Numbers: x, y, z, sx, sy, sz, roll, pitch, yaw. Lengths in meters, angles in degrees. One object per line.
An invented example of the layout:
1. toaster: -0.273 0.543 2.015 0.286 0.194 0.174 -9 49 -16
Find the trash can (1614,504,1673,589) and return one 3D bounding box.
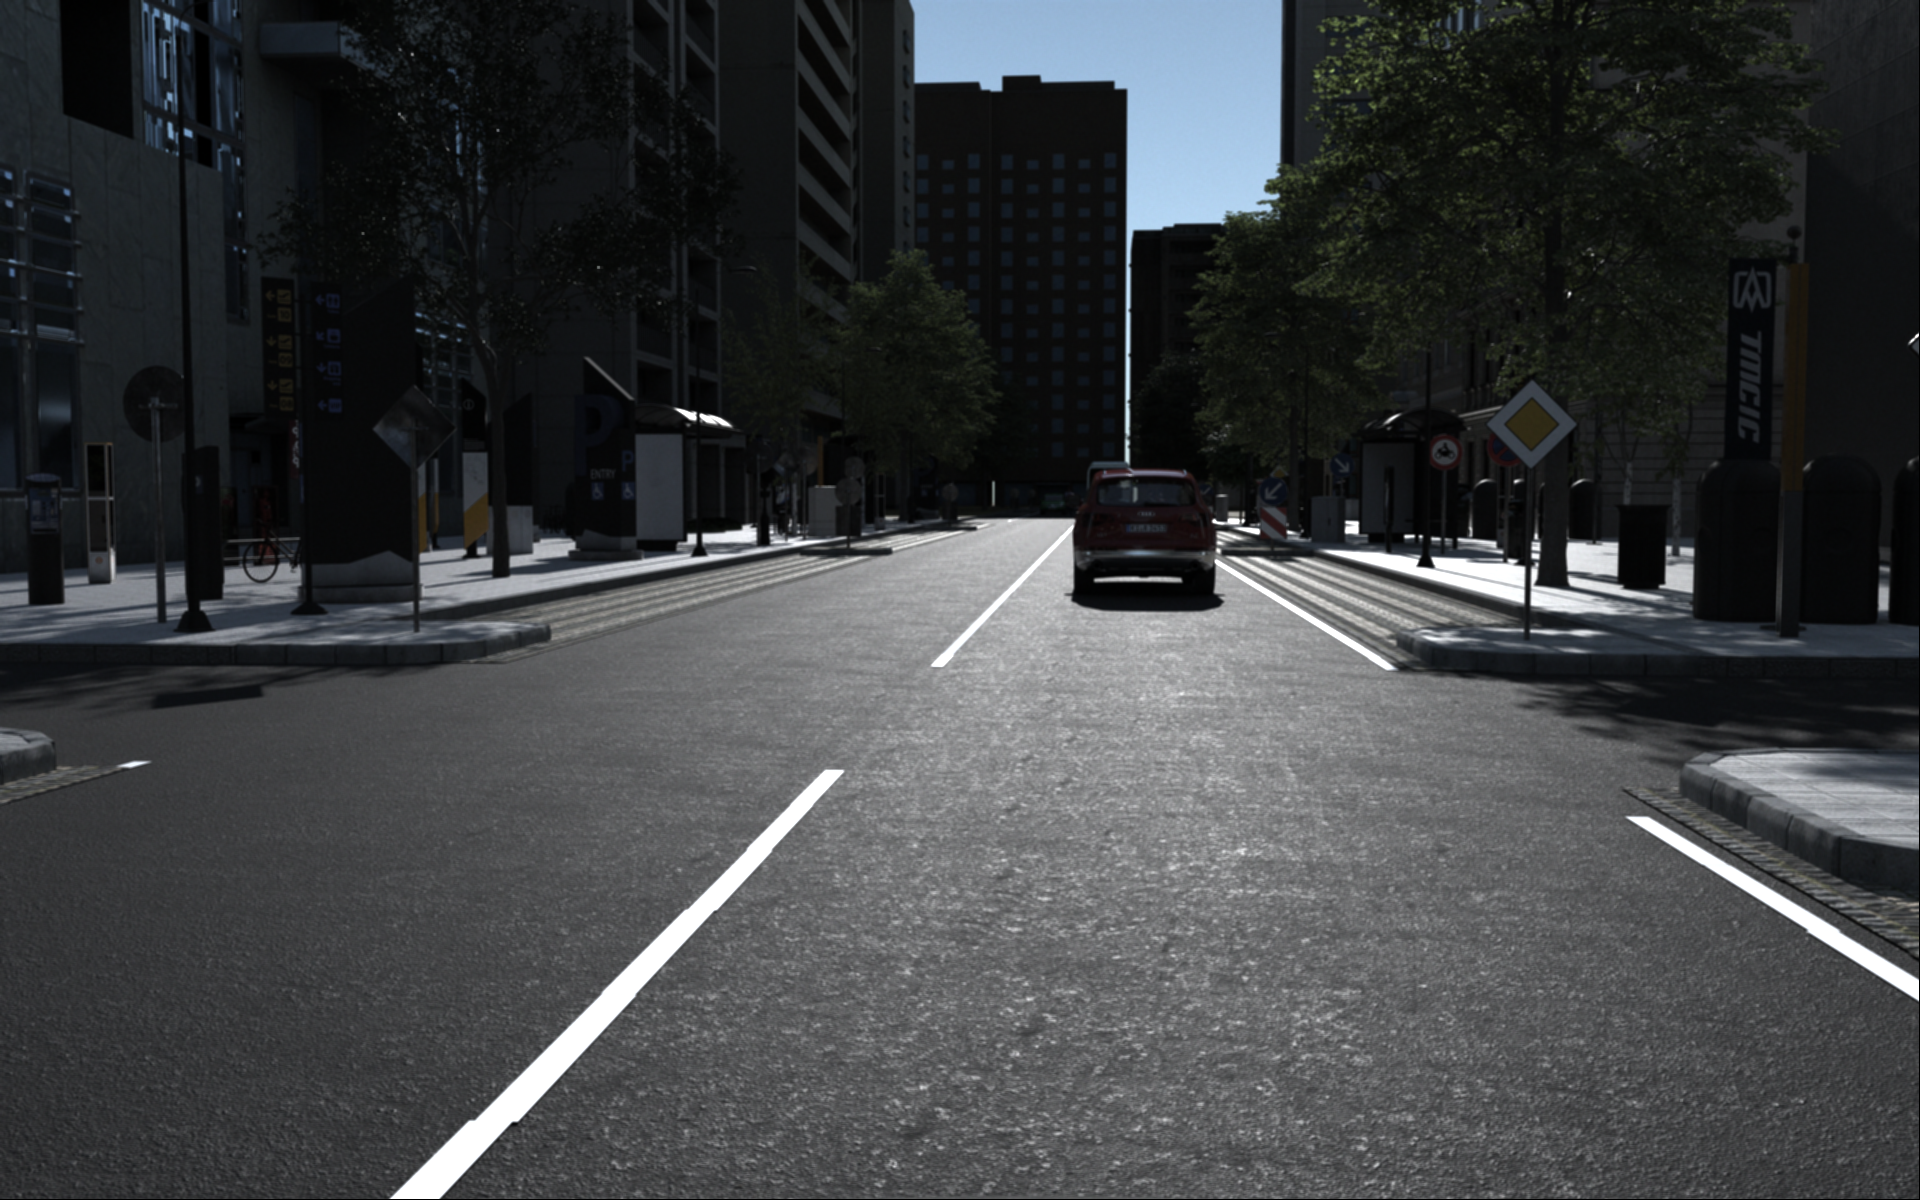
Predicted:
1. trash can: 9.263 -0.726 23.519 0.748 1.137 0.748 0 3 0

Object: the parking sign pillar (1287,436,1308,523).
1. parking sign pillar: 14.887 -5.346 75.871 1.447 3.967 1.447 0 4 -3

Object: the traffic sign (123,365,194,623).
1. traffic sign: -7.950 -1.044 17.174 0.768 2.556 0.104 1 4 9

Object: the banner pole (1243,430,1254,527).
1. banner pole: 11.286 -4.725 67.274 0.401 3.779 0.863 0 4 -4

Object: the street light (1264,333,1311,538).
1. street light: 9.459 -4.741 50.061 1.470 5.913 1.316 0 4 5

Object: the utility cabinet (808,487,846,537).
1. utility cabinet: -3.969 -2.593 51.078 0.318 1.500 1.173 3 5 40

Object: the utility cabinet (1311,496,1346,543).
1. utility cabinet: 9.776 -2.132 46.017 0.306 1.237 1.020 -2 4 -32

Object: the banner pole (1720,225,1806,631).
1. banner pole: 7.547 -1.604 16.237 0.863 3.779 0.401 0 4 -5

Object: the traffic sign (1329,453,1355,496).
1. traffic sign: 11.884 -3.292 53.925 0.768 2.556 0.104 1 4 13

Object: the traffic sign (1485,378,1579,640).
1. traffic sign: 4.973 -0.703 15.141 0.795 2.450 0.064 0 4 5

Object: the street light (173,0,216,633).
1. street light: -6.611 -2.655 15.947 1.470 5.913 1.316 0 4 5

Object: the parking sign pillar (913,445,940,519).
1. parking sign pillar: -1.770 -6.165 89.272 1.447 3.967 1.447 1 4 23

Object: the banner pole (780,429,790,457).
1. banner pole: -6.744 -4.673 66.422 0.401 3.779 0.863 -3 4 -36

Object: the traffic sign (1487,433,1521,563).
1. traffic sign: 10.163 -1.963 32.195 0.768 2.556 0.104 0 4 8

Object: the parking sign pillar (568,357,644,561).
1. parking sign pillar: -6.916 -2.767 33.719 1.447 3.967 1.447 3 4 36

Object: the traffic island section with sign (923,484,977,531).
1. traffic island section with sign: -0.356 -3.638 68.103 1.989 1.847 2.006 0 4 5

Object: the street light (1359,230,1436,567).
1. street light: 7.663 -3.538 30.384 1.470 5.913 1.316 0 4 5

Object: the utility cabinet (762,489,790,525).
1. utility cabinet: -7.617 -3.855 71.704 1.173 1.500 0.318 1 4 21

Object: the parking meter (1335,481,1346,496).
1. parking meter: 16.701 -4.302 76.053 0.399 1.863 0.255 -2 4 -25

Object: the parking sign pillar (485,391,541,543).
1. parking sign pillar: -11.869 -3.511 45.878 1.447 3.967 1.447 1 4 10

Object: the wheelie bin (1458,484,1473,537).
1. wheelie bin: 14.992 -2.691 51.900 0.980 1.594 0.693 1 4 19

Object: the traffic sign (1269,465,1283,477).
1. traffic sign: 12.554 -4.095 68.138 0.795 2.450 0.064 0 4 7

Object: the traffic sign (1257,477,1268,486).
1. traffic sign: 15.504 -5.464 89.444 0.768 2.556 0.104 0 4 7

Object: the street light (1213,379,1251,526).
1. street light: 11.006 -5.946 69.758 1.470 5.913 1.316 0 4 5

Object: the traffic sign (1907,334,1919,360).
1. traffic sign: 4.306 -0.217 7.184 0.795 2.450 0.064 0 4 5

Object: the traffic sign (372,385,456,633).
1. traffic sign: -5.034 -0.756 15.997 0.795 2.450 0.064 0 4 5

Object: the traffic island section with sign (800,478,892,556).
1. traffic island section with sign: -2.642 -1.975 40.925 1.989 1.847 2.006 0 4 5

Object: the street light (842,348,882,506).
1. street light: -3.190 -5.063 55.314 1.470 5.913 1.316 0 4 5

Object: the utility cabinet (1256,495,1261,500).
1. utility cabinet: 14.852 -4.478 84.372 1.020 1.237 0.306 1 4 9

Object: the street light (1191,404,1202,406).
1. street light: 12.594 -7.151 89.452 1.470 5.913 1.316 0 4 5

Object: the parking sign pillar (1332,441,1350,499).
1. parking sign pillar: 19.209 -6.047 87.333 1.447 3.967 1.447 2 4 34

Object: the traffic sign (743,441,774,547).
1. traffic sign: -4.887 -2.558 41.925 0.768 2.556 0.104 1 4 14

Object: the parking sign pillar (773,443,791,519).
1. parking sign pillar: -9.327 -6.131 88.709 1.447 3.967 1.447 0 4 -5

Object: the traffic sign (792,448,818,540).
1. traffic sign: -4.301 -2.918 47.814 0.768 2.556 0.104 1 4 10

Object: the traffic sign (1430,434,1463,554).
1. traffic sign: 10.302 -2.249 36.884 0.768 2.556 0.104 0 4 5

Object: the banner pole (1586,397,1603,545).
1. banner pole: 16.134 -3.289 43.798 0.401 3.779 0.863 0 4 8

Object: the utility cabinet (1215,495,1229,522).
1. utility cabinet: 12.145 -4.234 80.383 0.306 1.237 1.020 -1 4 -10

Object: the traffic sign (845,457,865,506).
1. traffic sign: -3.610 -3.590 58.806 0.768 2.556 0.104 0 4 7

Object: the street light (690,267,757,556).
1. street light: -4.854 -3.858 35.627 1.470 5.913 1.316 0 4 5

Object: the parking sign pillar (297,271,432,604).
1. parking sign pillar: -7.225 -1.977 20.789 1.447 3.967 1.447 -3 5 -39

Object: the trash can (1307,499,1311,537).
1. trash can: 10.570 -2.432 51.419 0.748 1.137 0.748 0 3 0

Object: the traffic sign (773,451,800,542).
1. traffic sign: -4.667 -2.774 46.538 0.795 2.450 0.064 1 4 13

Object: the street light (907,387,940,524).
1. street light: -1.588 -6.276 75.147 1.470 5.913 1.316 0 4 5
